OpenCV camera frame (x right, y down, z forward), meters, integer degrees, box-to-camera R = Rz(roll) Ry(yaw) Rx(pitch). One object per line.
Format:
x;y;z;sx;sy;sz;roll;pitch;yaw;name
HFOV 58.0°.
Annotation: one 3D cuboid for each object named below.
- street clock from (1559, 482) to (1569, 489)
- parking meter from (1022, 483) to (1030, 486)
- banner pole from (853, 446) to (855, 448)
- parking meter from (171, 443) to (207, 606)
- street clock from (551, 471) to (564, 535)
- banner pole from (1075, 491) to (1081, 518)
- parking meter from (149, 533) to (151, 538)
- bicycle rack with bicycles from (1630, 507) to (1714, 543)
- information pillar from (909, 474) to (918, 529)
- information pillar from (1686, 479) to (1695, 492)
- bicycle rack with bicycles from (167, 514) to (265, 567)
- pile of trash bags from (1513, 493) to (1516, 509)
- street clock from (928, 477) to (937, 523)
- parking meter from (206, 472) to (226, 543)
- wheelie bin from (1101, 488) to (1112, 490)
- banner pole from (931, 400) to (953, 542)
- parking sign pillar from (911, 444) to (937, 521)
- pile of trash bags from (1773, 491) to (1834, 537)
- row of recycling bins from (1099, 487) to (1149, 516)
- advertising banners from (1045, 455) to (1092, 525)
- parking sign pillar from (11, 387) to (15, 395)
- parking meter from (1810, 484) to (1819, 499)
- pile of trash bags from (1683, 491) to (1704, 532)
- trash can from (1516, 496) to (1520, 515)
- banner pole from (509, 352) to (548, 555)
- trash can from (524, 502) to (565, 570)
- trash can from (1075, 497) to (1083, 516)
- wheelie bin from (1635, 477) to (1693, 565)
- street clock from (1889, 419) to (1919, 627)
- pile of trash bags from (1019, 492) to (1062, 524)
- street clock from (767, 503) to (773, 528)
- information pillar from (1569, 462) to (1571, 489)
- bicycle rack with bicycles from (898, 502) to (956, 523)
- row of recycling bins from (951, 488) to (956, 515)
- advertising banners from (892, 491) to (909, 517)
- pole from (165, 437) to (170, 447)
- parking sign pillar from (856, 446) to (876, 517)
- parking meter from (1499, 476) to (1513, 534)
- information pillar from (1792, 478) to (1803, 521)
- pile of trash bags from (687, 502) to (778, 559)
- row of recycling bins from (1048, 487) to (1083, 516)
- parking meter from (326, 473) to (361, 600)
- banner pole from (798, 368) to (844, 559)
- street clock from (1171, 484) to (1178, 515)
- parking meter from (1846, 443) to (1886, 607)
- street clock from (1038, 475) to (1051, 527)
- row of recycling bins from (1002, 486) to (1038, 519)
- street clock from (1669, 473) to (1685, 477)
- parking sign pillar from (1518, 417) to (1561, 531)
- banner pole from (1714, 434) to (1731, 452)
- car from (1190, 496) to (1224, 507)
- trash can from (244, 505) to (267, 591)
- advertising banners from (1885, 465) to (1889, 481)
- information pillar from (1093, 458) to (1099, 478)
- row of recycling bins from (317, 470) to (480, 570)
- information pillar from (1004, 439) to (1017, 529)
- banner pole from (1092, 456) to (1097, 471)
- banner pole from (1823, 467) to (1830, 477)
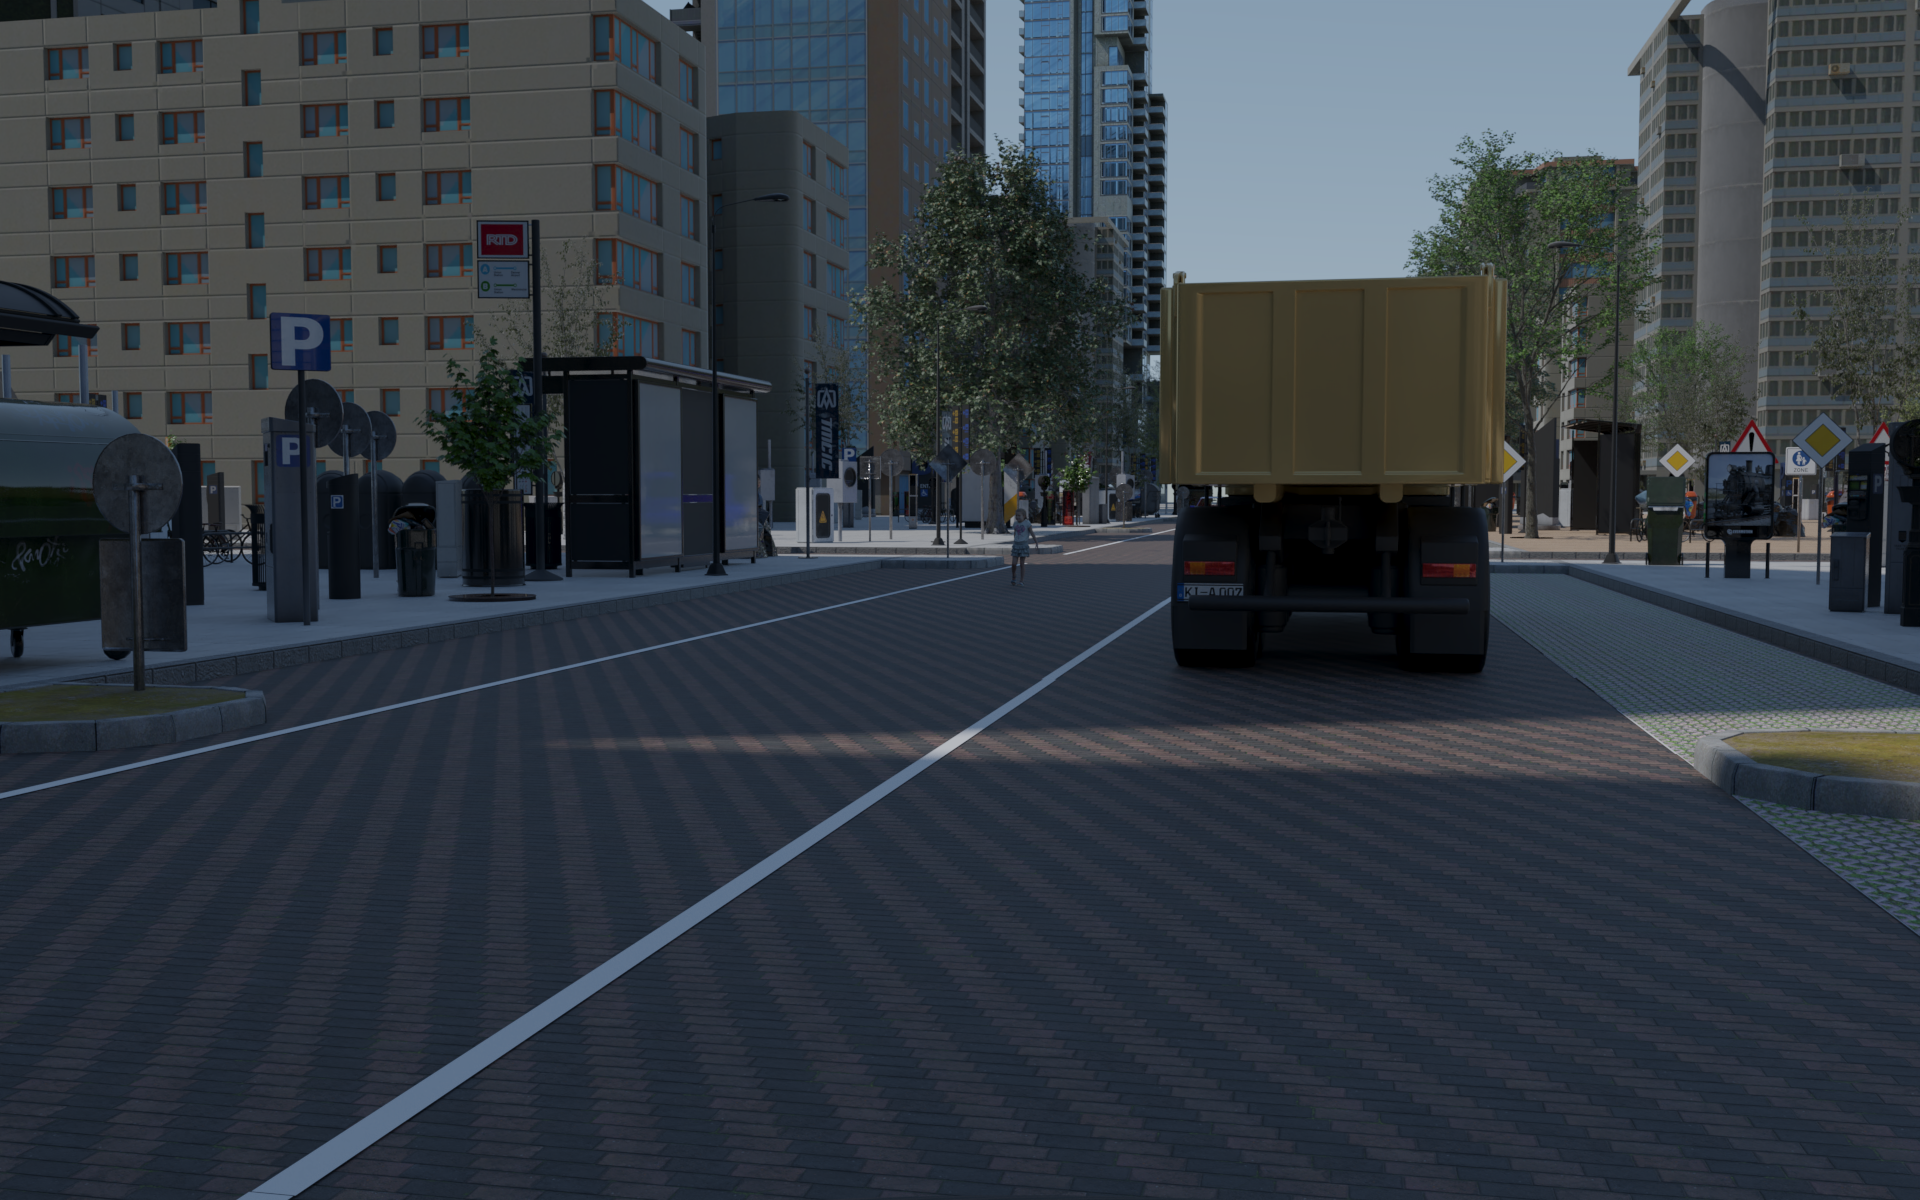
36.255;-6.082;104.007;0.471;2.002;0.358;0;4;-5;street clock
3.527;-5.342;93.050;0.399;1.863;0.255;-2;4;-32;parking meter
-5.141;-5.449;79.111;0.863;3.779;0.401;1;4;22;banner pole
-8.946;-0.876;20.041;0.255;1.863;0.399;-3;5;-39;parking meter
-12.713;-3.075;54.839;0.471;2.002;0.358;3;5;41;street clock
6.588;-6.421;95.000;0.401;3.779;0.863;2;4;33;banner pole
-10.856;-1.052;22.909;0.255;1.863;0.399;-2;4;-26;parking meter
19.147;-2.030;46.567;2.925;0.926;2.852;-2;4;-33;bicycle rack with bicycles
-1.724;-3.629;63.818;0.304;2.012;0.304;0;4;5;information pillar
36.319;-4.994;86.150;0.304;2.012;0.304;0;4;6;information pillar
-13.514;-1.075;30.957;2.852;0.926;2.925;2;4;35;bicycle rack with bicycles
27.629;-4.951;90.707;3.447;1.369;1.912;-1;4;-22;pile of trash bags
-1.132;-4.305;74.955;0.471;2.002;0.358;1;4;9;street clock
-19.719;-2.458;45.892;0.399;1.863;0.255;1;4;8;parking meter
7.970;-5.310;94.724;0.980;1.594;0.693;-1;4;-13;wheelie bin
-0.443;-3.428;46.062;0.401;3.779;0.863;3;4;37;banner pole
-1.747;-5.839;83.938;1.447;3.967;1.447;0;4;-2;parking sign pillar
24.972;-2.605;52.349;3.447;1.369;1.912;1;4;10;pile of trash bags
9.172;-5.705;100.394;3.534;1.692;1.069;0;4;0;row of recycling bins
4.410;-4.573;70.949;2.074;3.025;0.090;1;4;15;advertising banners
-20.683;-3.000;37.521;1.447;3.967;1.447;3;5;43;parking sign pillar
49.481;-5.786;100.308;0.255;1.863;0.399;-2;4;-33;parking meter
25.350;-3.096;60.377;1.912;1.369;3.447;1;4;17;pile of trash bags
34.150;-5.728;105.312;0.748;1.137;0.748;0;3;0;trash can
-7.568;-2.485;30.648;0.863;3.779;0.401;0;4;-1;banner pole
-7.113;-1.096;29.571;0.748;1.137;0.748;0;3;0;trash can
7.056;-5.498;101.538;0.748;1.137;0.748;0;3;0;trash can
12.736;-1.434;31.347;0.980;1.594;0.693;1;4;22;wheelie bin
9.231;-0.744;16.728;0.471;2.002;0.358;1;4;20;street clock
3.201;-3.961;74.507;1.912;1.369;3.447;2;4;24;pile of trash bags
-7.173;-3.715;65.303;0.358;2.002;0.471;-2;4;-25;street clock
37.076;-6.926;104.598;0.504;3.616;0.183;2;4;23;information pillar
-1.324;-3.946;77.900;2.925;0.926;2.852;-3;5;-40;bicycle rack with bicycles
1.101;-6.037;105.818;3.534;1.692;1.069;-1;4;-22;row of recycling bins
-2.987;-6.292;99.068;2.074;3.025;0.090;-1;4;-17;advertising banners
-28.285;-4.169;61.999;0.158;3.312;0.155;0;3;0;pole
-5.422;-6.634;96.943;1.447;3.967;1.447;1;4;12;parking sign pillar
17.528;-3.053;55.620;0.255;1.863;0.399;-2;4;-31;parking meter
38.459;-4.590;79.544;0.304;2.012;0.304;-2;4;-31;information pillar
-5.392;-1.577;35.530;3.447;1.369;1.912;1;4;21;pile of trash bags
5.749;-5.916;103.831;3.534;1.692;1.069;2;4;32;row of recycling bins
-7.543;-0.782;21.196;0.372;1.533;0.369;0;3;0;parking meter
-2.800;-2.717;34.440;0.863;3.779;0.401;0;4;2;banner pole
13.093;-6.156;105.220;0.471;2.002;0.358;-1;4;-19;street clock
10.288;-0.855;19.695;0.399;1.863;0.255;-3;4;-36;parking meter
3.271;-3.840;67.358;0.471;2.002;0.358;-3;4;-36;street clock
1.834;-4.709;84.105;3.534;1.692;1.069;0;4;-4;row of recycling bins
22.645;-3.071;54.780;0.358;2.002;0.471;-1;4;-20;street clock
20.597;-4.465;61.481;1.447;3.967;1.447;-3;5;-39;parking sign pillar
31.766;-5.037;72.364;0.401;3.779;0.863;-3;5;-41;banner pole
10.411;-3.565;70.861;1.945;1.354;3.894;1;4;10;car
-9.151;-0.704;23.161;0.748;1.137;0.748;0;3;0;trash can
36.910;-4.538;70.377;0.090;3.025;2.074;-3;5;-40;advertising banners
8.809;-7.403;112.401;0.504;3.616;0.183;-2;4;-35;information pillar
-9.464;-1.377;29.634;3.534;1.692;1.069;1;4;10;row of recycling bins
1.864;-4.452;64.149;0.504;3.616;0.183;1;4;11;information pillar
8.881;-7.600;114.269;0.401;3.779;0.863;-1;4;-19;banner pole
38.235;-5.287;76.466;0.863;3.779;0.401;-3;4;-38;banner pole
